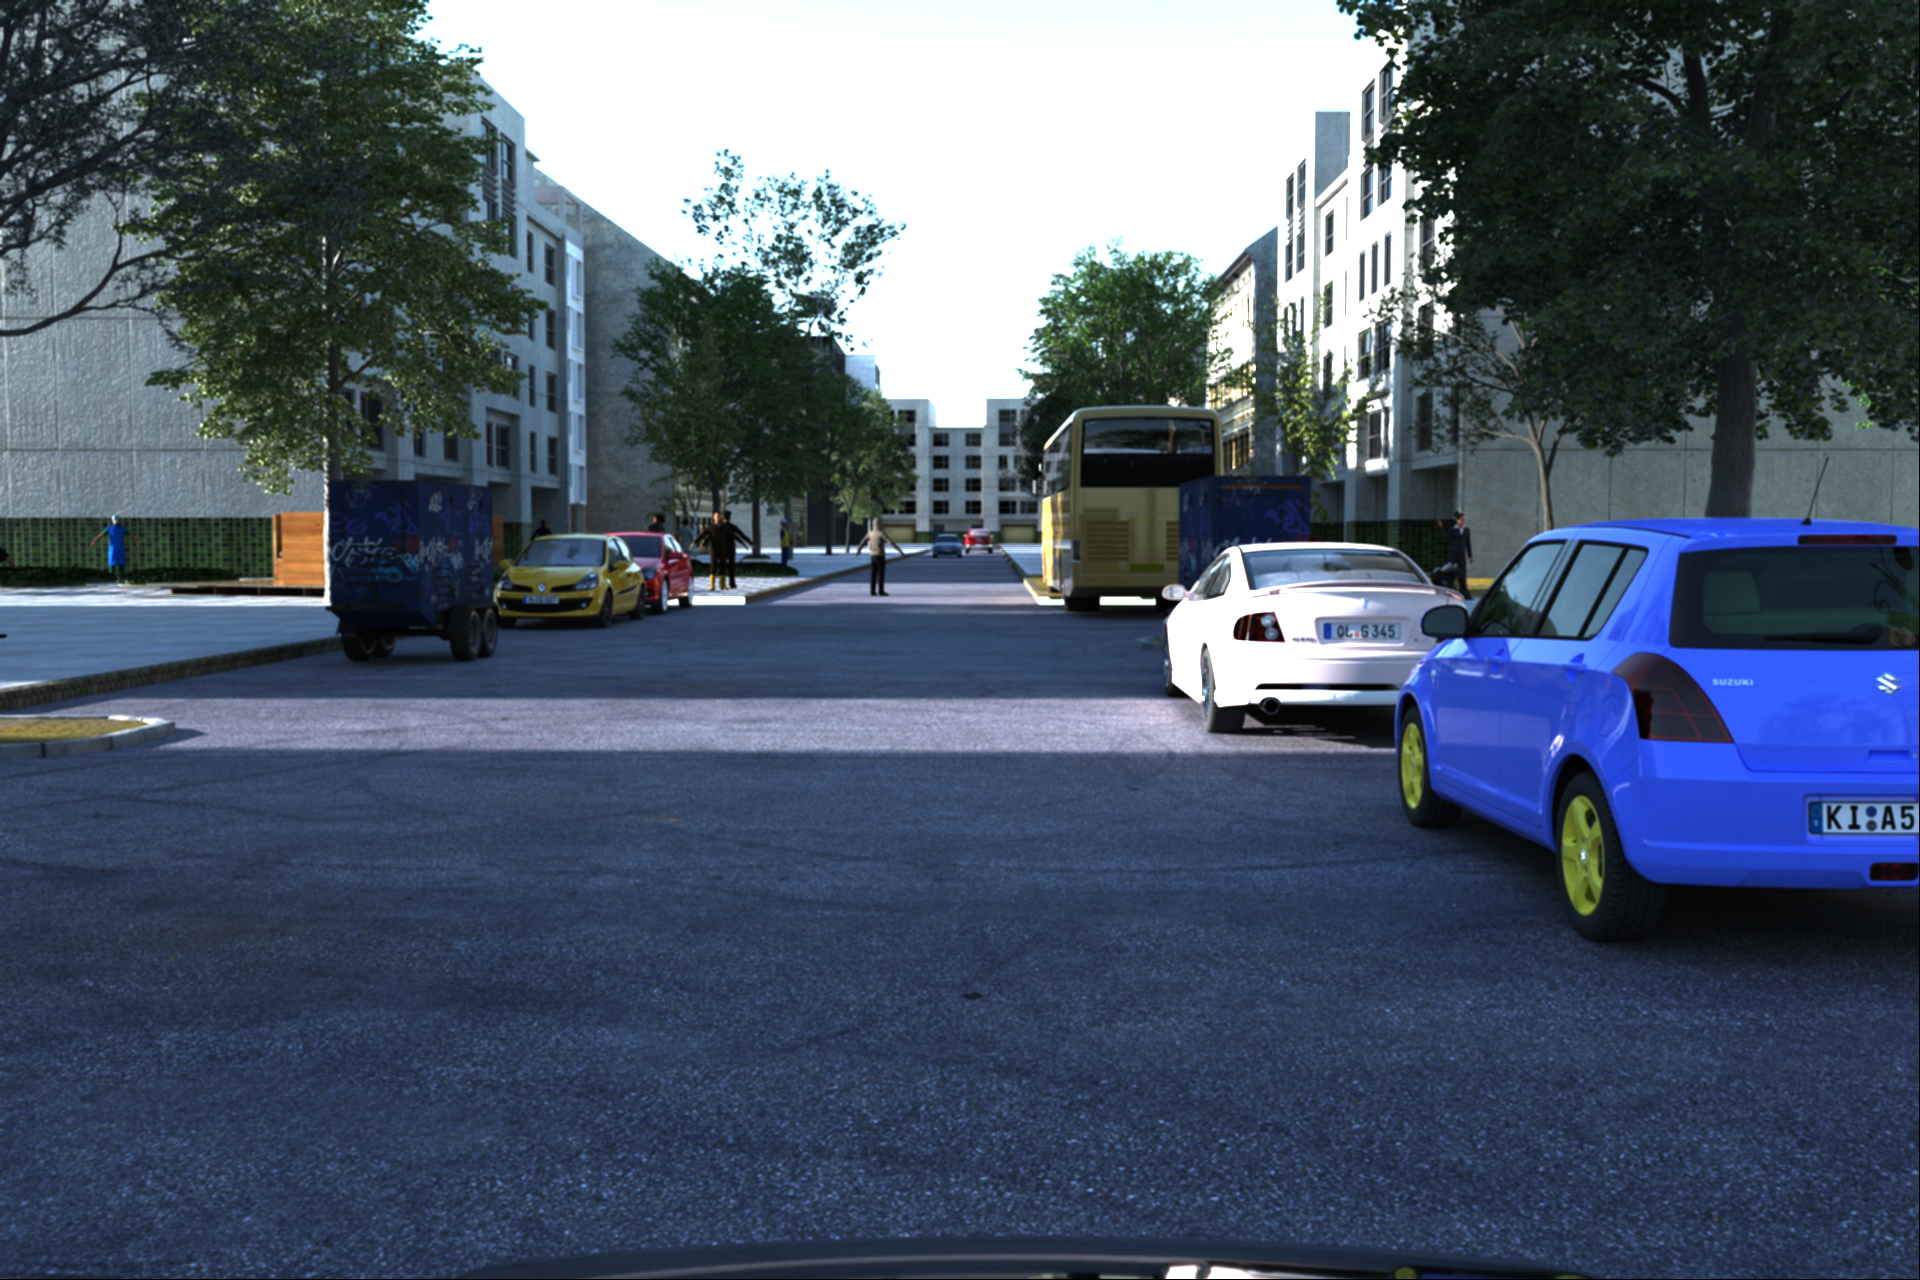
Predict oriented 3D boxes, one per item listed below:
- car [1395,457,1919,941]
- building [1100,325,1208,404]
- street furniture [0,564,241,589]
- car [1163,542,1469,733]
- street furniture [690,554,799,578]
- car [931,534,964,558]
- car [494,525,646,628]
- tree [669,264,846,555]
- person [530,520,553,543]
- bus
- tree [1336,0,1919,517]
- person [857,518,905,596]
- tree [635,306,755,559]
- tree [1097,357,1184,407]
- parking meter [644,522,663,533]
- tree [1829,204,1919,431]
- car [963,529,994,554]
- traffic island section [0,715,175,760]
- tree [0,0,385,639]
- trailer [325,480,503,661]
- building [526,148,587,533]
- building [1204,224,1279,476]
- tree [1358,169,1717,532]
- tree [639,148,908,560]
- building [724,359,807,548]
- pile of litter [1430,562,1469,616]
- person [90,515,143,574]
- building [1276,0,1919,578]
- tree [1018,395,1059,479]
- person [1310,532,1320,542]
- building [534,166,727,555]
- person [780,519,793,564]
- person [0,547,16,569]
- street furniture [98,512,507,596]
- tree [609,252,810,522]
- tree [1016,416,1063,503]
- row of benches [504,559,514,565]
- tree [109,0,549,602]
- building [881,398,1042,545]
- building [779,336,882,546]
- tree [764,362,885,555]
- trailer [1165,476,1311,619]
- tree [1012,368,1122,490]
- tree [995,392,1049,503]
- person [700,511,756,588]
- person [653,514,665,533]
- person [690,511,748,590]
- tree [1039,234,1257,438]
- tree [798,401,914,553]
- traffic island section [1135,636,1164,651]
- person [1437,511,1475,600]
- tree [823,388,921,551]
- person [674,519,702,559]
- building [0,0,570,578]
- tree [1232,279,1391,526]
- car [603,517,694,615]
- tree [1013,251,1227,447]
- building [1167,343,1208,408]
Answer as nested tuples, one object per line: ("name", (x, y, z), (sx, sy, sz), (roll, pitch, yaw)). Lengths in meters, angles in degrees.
("car", (3.033, 0.135, 7.383), (1.945, 1.707, 3.694), (0, 4, 0))
("building", (28.562, -20.763, 183.456), (27.936, 21.610, 32.646), (0, 4, 1))
("street furniture", (-23.725, -1.724, 43.816), (10.072, 0.657, 5.734), (1, 4, 22))
("car", (2.713, -0.090, 13.834), (2.083, 1.381, 4.827), (0, 4, 1))
("street furniture", (-9.907, -2.225, 52.009), (10.072, 0.657, 5.734), (0, 4, -8))
("car", (-0.753, -5.710, 105.368), (2.014, 1.417, 4.499), (0, 4, 1))
("car", (-6.184, -1.066, 27.645), (2.015, 1.641, 3.980), (0, 4, 1))
("tree", (-8.753, -9.527, 73.892), (7.486, 12.596, 7.792), (0, 3, 0))
("person", (-15.275, -3.511, 63.629), (1.346, 1.802, 0.704), (1, 4, 21))
("bus", (3.112, -2.641, 34.732), (2.896, 3.916, 12.252), (0, 3, 0))
("tree", (9.053, -6.935, 20.041), (9.857, 13.997, 8.962), (0, 3, 0))
("person", (-1.892, -1.939, 40.288), (1.348, 1.813, 0.705), (2, 4, 32))
("tree", (-8.707, -6.497, 56.582), (4.737, 8.622, 4.395), (0, 3, 0))
("tree", (7.402, -7.218, 68.383), (4.360, 8.622, 3.978), (0, 3, 0))
("parking meter", (-6.325, -1.675, 35.792), (0.372, 1.533, 0.369), (0, 3, 0))
("tree", (24.948, -7.164, 42.892), (9.928, 11.665, 9.643), (0, 3, 0))
("car", (1.388, -7.273, 127.586), (2.281, 1.827, 5.304), (0, 4, 0))
("traffic island section", (-6.609, 0.670, 11.911), (1.991, 0.108, 1.994), (0, 4, 1))
("tree", (-12.293, -6.746, 20.660), (12.009, 13.543, 11.850), (0, 3, 0))
("trailer", (-6.197, -0.739, 19.130), (1.471, 1.999, 3.904), (0, 4, 1))
("building", (-26.314, -13.953, 84.543), (16.016, 20.090, 11.380), (0, 4, 2))
("building", (24.888, -16.508, 100.838), (19.493, 23.208, 18.063), (0, 4, 1))
("tree", (13.825, -6.484, 40.433), (8.767, 10.594, 7.601), (0, 4, 3))
("tree", (-9.290, -14.063, 85.814), (12.611, 20.169, 13.585), (0, 3, 0))
("building", (-24.896, -20.416, 164.726), (19.493, 23.208, 18.063), (0, 4, 1))
("pile of litter", (7.141, -0.752, 26.257), (1.176, 0.858, 1.719), (0, 4, 1))
("person", (-23.947, -2.634, 49.189), (1.347, 1.817, 0.704), (-2, 4, -25))
("building", (23.069, -12.169, 65.414), (16.747, 18.905, 31.486), (0, 4, 1))
("tree", (7.169, -10.243, 101.883), (8.767, 10.594, 7.601), (1, 4, 22))
("person", (5.863, -1.499, 30.609), (1.345, 1.816, 0.704), (3, 4, 38))
("building", (-25.399, -16.964, 108.296), (19.493, 23.208, 18.063), (0, 4, 2))
("person", (-5.634, -3.054, 56.389), (0.721, 1.772, 1.216), (0, 4, 6))
("person", (-10.400, -0.678, 17.872), (0.721, 1.737, 1.214), (3, 4, 38))
("street furniture", (-11.860, -1.939, 38.554), (9.812, 1.723, 11.010), (2, 4, 25))
("tree", (-9.185, -8.486, 64.494), (9.928, 11.665, 9.643), (0, 3, 0))
("tree", (7.134, -10.915, 112.879), (7.601, 10.594, 8.767), (-1, 4, -12))
("row of benches", (-13.819, -1.837, 45.505), (4.104, 0.672, 1.422), (-1, 4, -15))
("tree", (-11.660, -6.984, 32.320), (7.486, 12.596, 7.792), (0, 3, 0))
("building", (3.731, -22.167, 231.343), (31.486, 18.905, 16.747), (0, 4, 3))
("building", (-23.523, -21.455, 194.757), (27.936, 21.610, 32.646), (0, 4, 0))
("tree", (-8.001, -10.910, 104.135), (9.928, 11.665, 9.643), (0, 3, 0))
("trailer", (2.953, -0.724, 18.889), (1.471, 1.999, 3.904), (0, 4, 0))
("tree", (6.934, -9.428, 88.557), (8.767, 10.594, 7.601), (0, 4, -1))
("tree", (8.288, -13.556, 132.016), (12.009, 13.543, 11.850), (0, 3, 0))
("person", (-5.522, -2.153, 41.130), (1.347, 1.837, 0.705), (0, 4, 1))
("person", (-8.185, -2.491, 46.879), (0.704, 1.843, 1.345), (-2, 4, -27))
("person", (-5.530, -2.050, 39.657), (1.346, 1.812, 0.704), (-1, 4, -18))
("tree", (6.499, -8.191, 59.678), (9.928, 11.665, 9.643), (0, 3, 0))
("tree", (-7.614, -11.255, 118.430), (8.767, 10.594, 7.601), (-2, 4, -26))
("traffic island section", (3.256, 0.053, 22.001), (1.991, 0.108, 1.994), (0, 3, 0))
("person", (9.604, -1.636, 33.592), (0.742, 1.727, 0.445), (-3, 4, -36))
("tree", (-6.877, -13.206, 134.040), (7.486, 12.596, 7.792), (0, 3, 0))
("person", (-9.586, -3.336, 60.725), (1.347, 1.806, 0.705), (2, 4, 29))
("building", (-26.838, -12.183, 65.647), (16.747, 18.905, 31.486), (0, 4, 0))
("tree", (10.144, -6.134, 50.645), (4.737, 8.622, 4.395), (0, 3, 0))
("car", (-6.123, -1.416, 32.196), (2.155, 1.783, 4.494), (0, 4, 1))
("tree", (7.319, -10.486, 78.100), (9.857, 13.997, 8.962), (0, 3, 0))
("building", (28.884, -19.955, 157.190), (19.493, 23.208, 18.063), (0, 4, 1))
